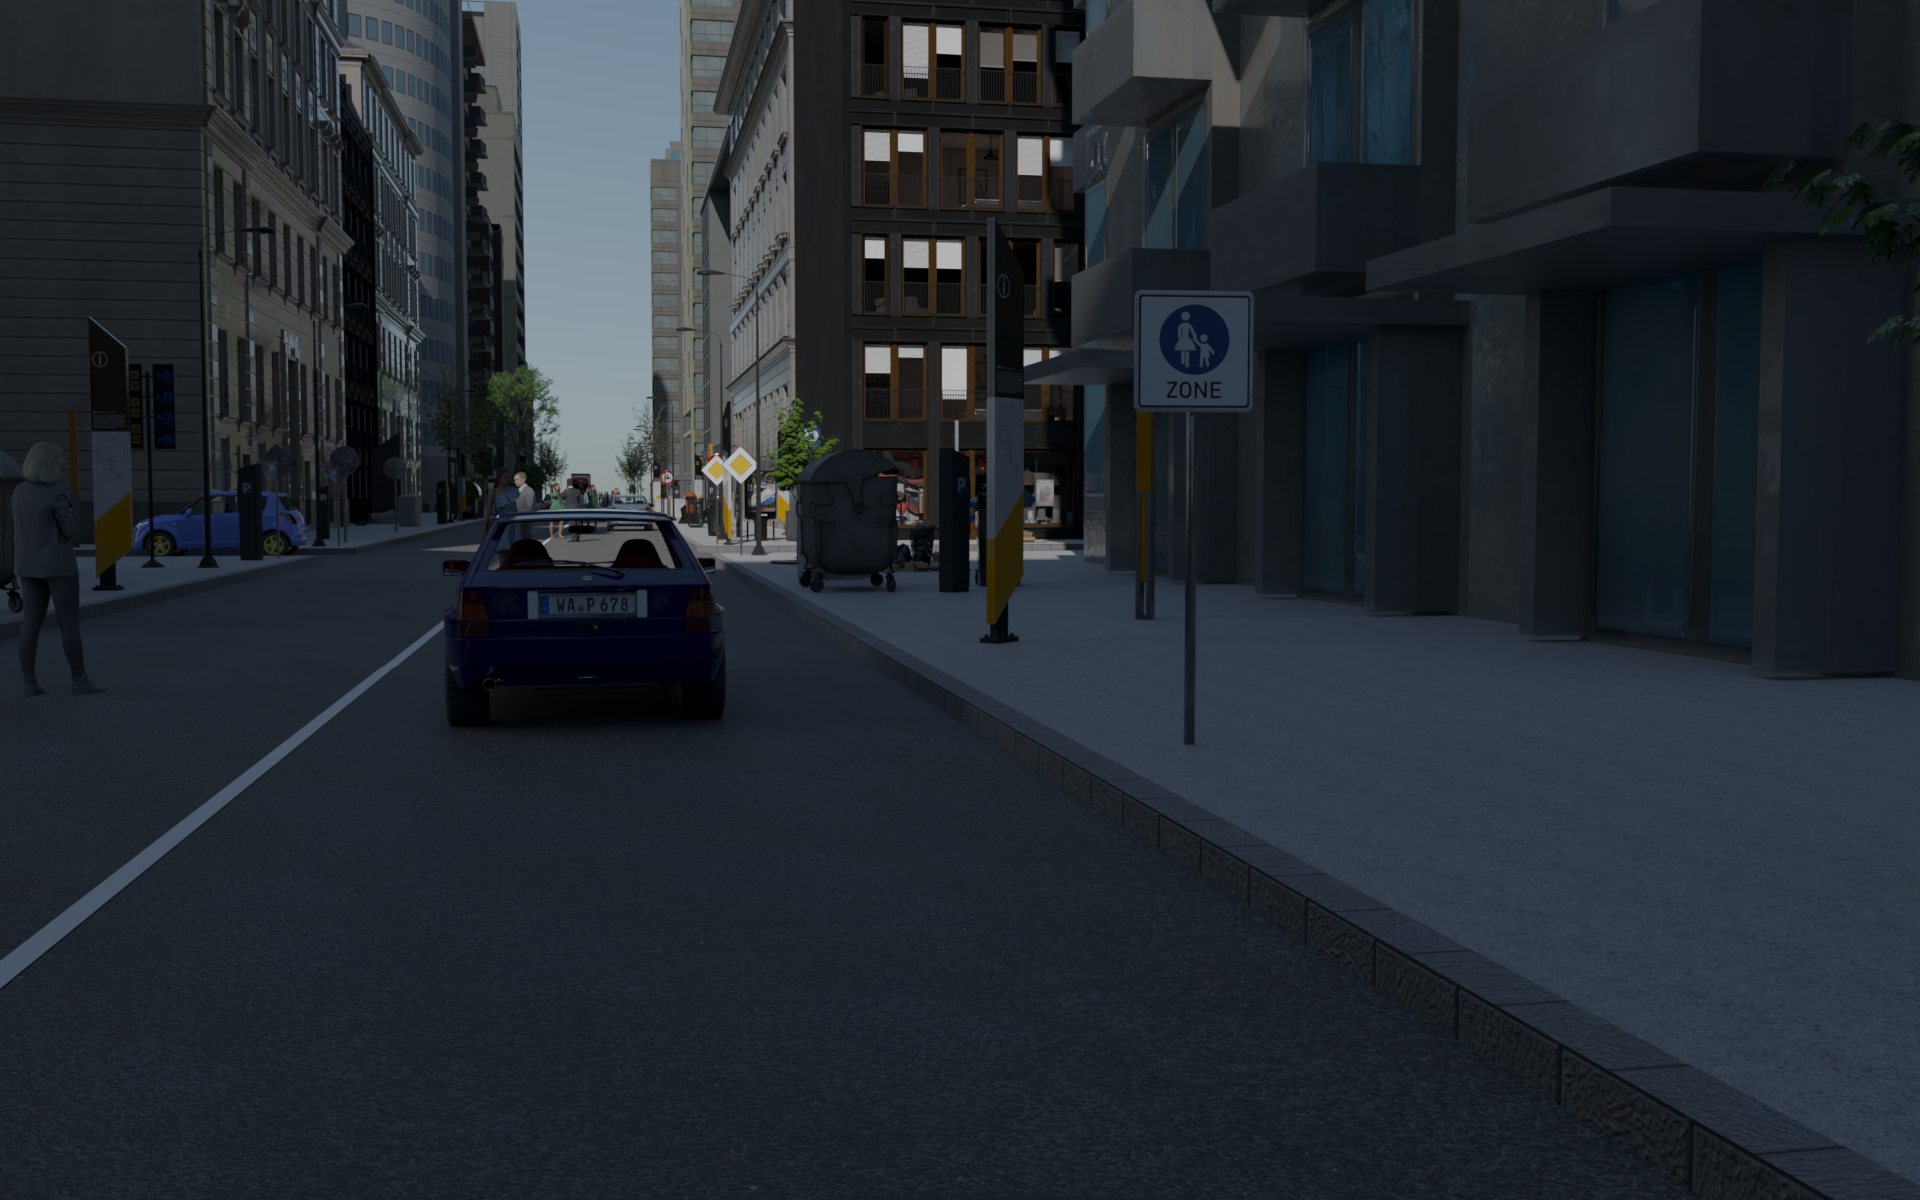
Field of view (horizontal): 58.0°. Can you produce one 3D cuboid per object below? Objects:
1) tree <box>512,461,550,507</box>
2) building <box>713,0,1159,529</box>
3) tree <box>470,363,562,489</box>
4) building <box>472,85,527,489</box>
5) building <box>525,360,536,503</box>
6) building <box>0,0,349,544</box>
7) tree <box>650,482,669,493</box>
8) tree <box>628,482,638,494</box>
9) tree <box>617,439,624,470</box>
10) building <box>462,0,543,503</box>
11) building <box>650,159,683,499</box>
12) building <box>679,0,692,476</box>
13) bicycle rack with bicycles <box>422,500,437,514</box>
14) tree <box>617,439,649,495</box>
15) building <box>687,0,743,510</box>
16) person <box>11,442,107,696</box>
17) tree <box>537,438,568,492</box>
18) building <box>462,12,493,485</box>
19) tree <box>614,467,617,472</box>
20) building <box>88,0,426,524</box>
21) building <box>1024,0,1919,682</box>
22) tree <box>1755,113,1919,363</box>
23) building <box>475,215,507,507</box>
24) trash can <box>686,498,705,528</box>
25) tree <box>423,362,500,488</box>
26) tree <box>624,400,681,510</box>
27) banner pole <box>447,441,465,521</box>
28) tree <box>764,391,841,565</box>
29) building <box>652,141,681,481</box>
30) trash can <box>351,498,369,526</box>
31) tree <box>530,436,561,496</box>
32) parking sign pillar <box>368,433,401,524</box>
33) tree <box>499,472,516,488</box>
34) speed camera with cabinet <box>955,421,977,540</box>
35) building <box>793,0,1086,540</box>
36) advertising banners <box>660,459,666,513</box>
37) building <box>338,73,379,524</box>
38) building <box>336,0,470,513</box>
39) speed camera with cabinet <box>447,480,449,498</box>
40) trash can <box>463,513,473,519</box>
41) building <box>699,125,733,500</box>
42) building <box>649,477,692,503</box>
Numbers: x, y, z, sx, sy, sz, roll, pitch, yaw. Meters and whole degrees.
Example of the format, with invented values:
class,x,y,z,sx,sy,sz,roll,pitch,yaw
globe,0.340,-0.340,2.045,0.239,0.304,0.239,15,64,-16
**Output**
class,x,y,z,sx,sy,sz,roll,pitch,yaw
tree,-43.694,-11.865,177.712,4.285,4.588,4.351,0,3,0
building,-1.631,-14.793,75.148,16.112,22.955,30.059,-1,4,-12
tree,-35.104,-12.916,136.935,9.928,11.665,9.643,0,3,0
building,-63.728,-35.725,207.807,21.300,48.544,21.600,-1,4,-12
building,-71.902,-23.709,232.688,27.650,21.520,28.899,-1,4,-12
building,-27.246,-15.744,54.676,12.463,27.353,25.104,-1,4,-12
tree,-24.589,-8.944,140.833,1.663,3.219,1.824,0,3,0
tree,-47.097,-15.530,248.523,1.663,3.219,1.824,0,3,0
tree,-40.540,-16.182,214.940,4.360,8.622,3.978,0,3,0
building,-72.892,-50.027,256.188,20.563,71.187,20.611,-1,4,-12
building,-31.229,-32.507,215.085,14.154,41.232,14.086,-1,4,-12
building,-10.773,-34.582,154.646,28.713,52.752,27.495,-1,4,-12
bicycle rack with bicycles,-34.713,-6.075,112.716,2.852,0.926,2.925,-2,4,-34
tree,-43.516,-17.334,233.778,4.737,8.622,4.395,0,3,0
building,-13.773,-27.486,132.982,14.154,41.232,14.086,-1,4,-12
person,-6.530,-0.230,12.446,0.537,1.800,0.526,2,4,28
tree,-53.399,-16.904,226.749,4.737,8.622,4.395,0,3,0
building,-53.762,-30.551,154.132,22.147,44.769,28.867,-1,4,-12
tree,-48.697,-18.647,255.232,4.737,8.622,4.395,0,3,0
building,-36.719,-18.178,94.472,12.463,27.353,25.104,-1,4,-12
building,14.217,-24.520,20.505,23.786,49.044,30.456,-1,4,-12
tree,3.136,-0.585,4.166,1.663,3.219,1.824,0,3,0
building,-53.945,-24.753,176.420,14.160,30.474,14.107,-1,4,-12
trash can,-10.063,-3.318,65.905,0.748,1.137,0.748,0,3,0
tree,-27.709,-8.877,95.507,4.737,8.622,4.395,0,3,0
tree,-23.776,-11.268,134.600,4.360,8.622,3.978,0,3,0
banner pole,-23.961,-5.644,82.296,0.863,3.779,0.401,-3,5,-39
tree,-3.061,-2.275,31.795,1.663,3.219,1.824,0,3,0
building,-30.389,-37.804,237.704,23.786,49.044,30.456,-1,4,-12
trash can,-24.382,-3.594,70.419,0.748,1.137,0.748,0,3,0
tree,-51.960,-16.312,217.067,4.360,8.622,3.978,0,3,0
parking sign pillar,-25.151,-5.331,75.633,1.447,3.967,1.447,-3,4,-38
tree,-34.513,-8.367,131.409,1.663,3.219,1.824,0,3,0
speed camera with cabinet,0.495,-3.226,47.087,2.038,3.252,0.660,-1,4,-20
building,3.339,-13.744,54.391,15.834,23.373,12.332,-1,4,-12
advertising banners,-14.532,-5.426,84.909,0.090,3.025,2.074,0,4,-3
building,-32.630,-14.977,74.552,12.332,23.373,15.834,-1,4,-12
building,-47.970,-35.704,125.758,21.231,58.520,28.212,-1,4,-12
speed camera with cabinet,-31.846,-7.096,110.352,2.038,3.252,0.660,-3,5,-44
trash can,-25.266,-4.718,88.785,0.748,1.137,0.748,0,3,0
building,-7.728,-17.456,104.474,14.314,24.678,30.058,-1,4,-12
building,-31.346,-35.086,265.535,32.217,40.220,23.993,-1,4,-12
